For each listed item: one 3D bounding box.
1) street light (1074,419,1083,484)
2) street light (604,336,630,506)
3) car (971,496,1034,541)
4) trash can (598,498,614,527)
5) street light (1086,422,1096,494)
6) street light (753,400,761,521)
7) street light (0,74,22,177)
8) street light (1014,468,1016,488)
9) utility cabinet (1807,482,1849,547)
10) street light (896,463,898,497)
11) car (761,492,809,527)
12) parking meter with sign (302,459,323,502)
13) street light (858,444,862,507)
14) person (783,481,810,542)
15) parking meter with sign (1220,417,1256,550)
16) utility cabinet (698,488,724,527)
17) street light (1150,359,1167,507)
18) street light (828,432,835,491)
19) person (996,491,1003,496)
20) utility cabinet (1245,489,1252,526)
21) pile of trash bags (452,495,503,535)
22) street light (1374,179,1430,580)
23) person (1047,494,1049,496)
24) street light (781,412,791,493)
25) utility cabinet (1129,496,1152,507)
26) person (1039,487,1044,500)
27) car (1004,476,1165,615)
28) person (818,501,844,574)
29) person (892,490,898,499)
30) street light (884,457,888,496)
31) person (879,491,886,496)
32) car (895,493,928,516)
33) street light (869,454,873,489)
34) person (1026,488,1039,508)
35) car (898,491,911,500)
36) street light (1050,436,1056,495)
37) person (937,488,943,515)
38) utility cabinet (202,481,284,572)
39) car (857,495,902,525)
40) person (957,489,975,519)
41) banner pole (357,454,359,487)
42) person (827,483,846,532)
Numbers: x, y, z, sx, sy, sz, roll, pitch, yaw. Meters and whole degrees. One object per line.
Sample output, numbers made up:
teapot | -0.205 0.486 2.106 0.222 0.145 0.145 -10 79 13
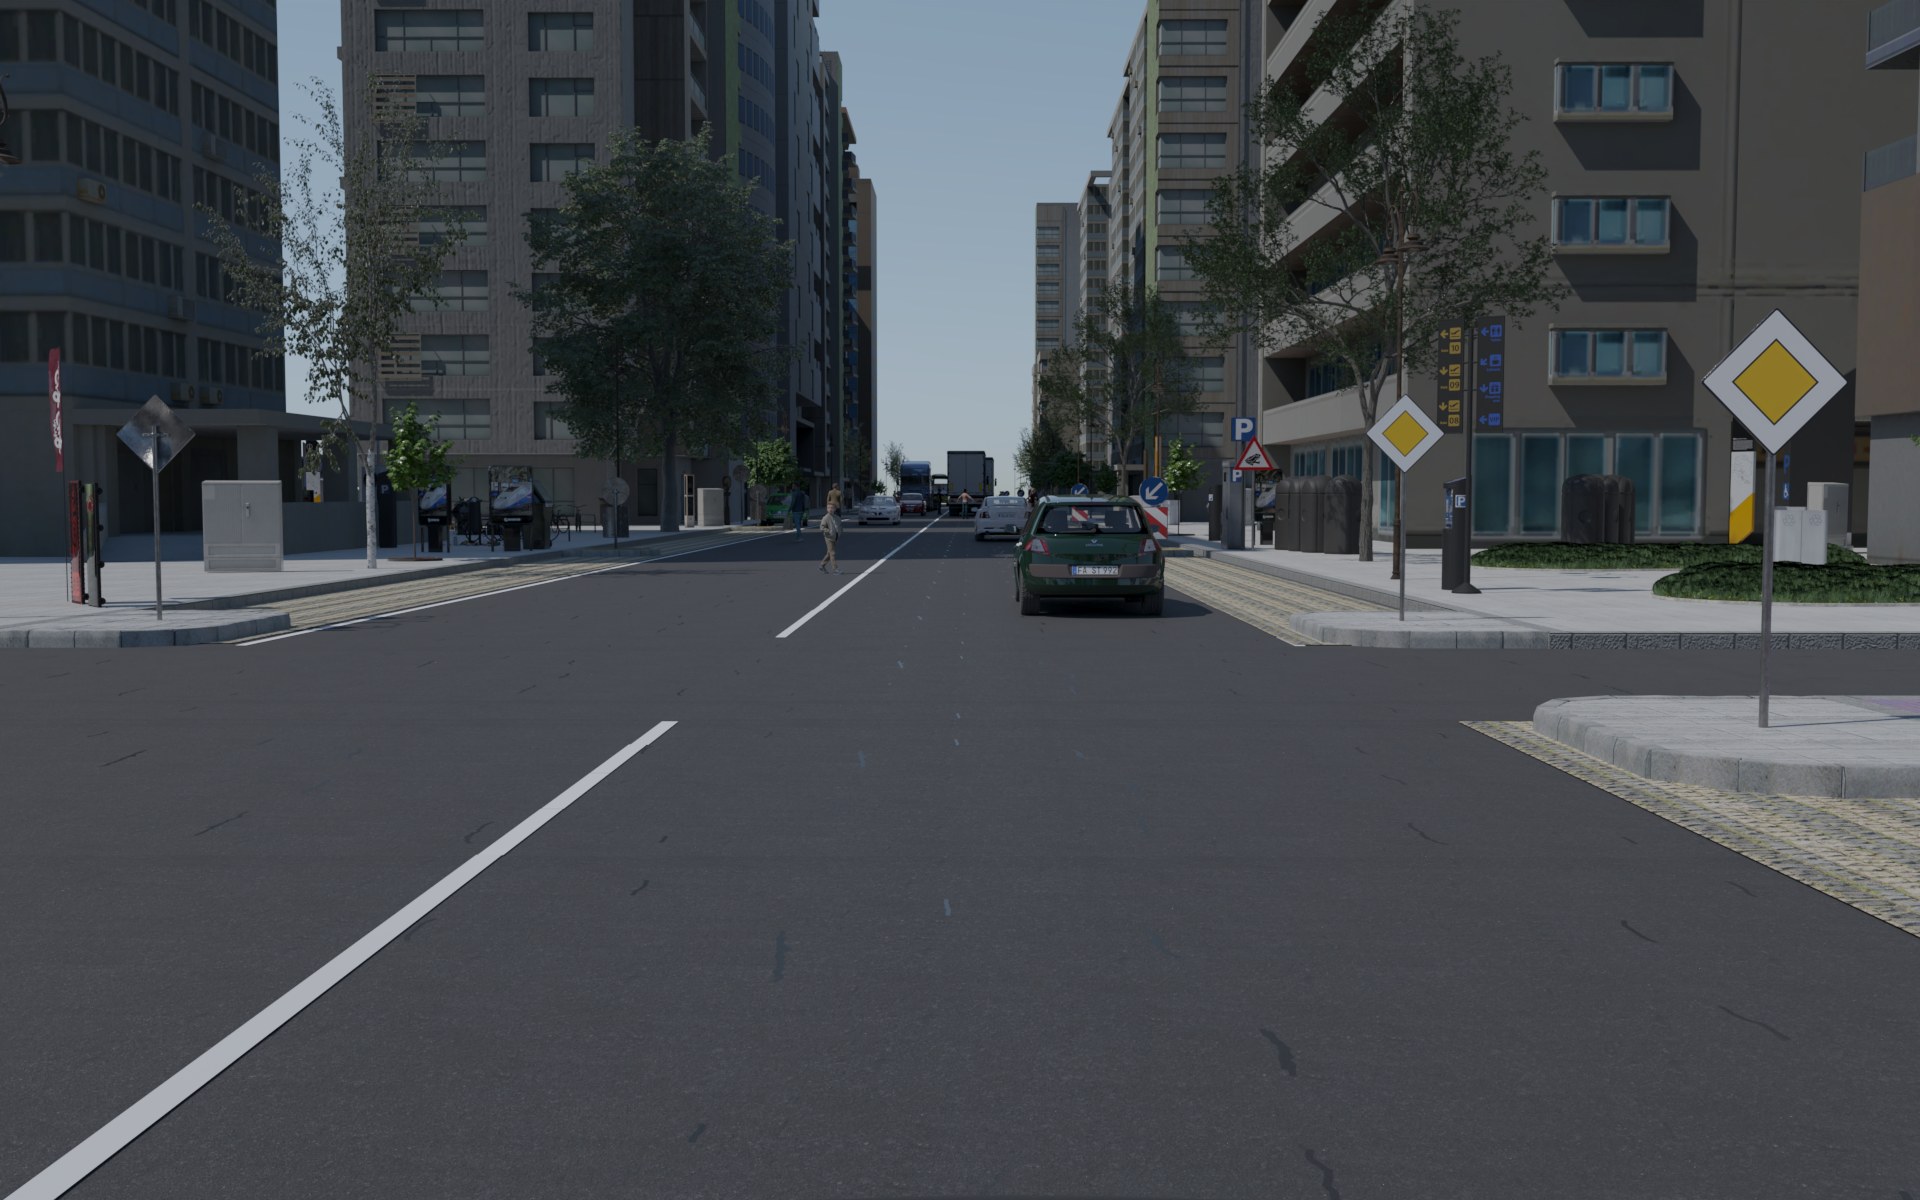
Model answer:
street light | 6.998 -7.913 102.160 0.468 5.910 1.993 0 4 0
street light | -10.016 -4.765 50.700 0.468 5.910 1.993 0 4 0
car | 1.394 -2.544 53.957 2.083 1.381 4.827 0 3 0
trash can | -13.786 -3.430 67.741 0.748 1.137 0.748 0 3 0
street light | 6.954 -7.284 91.886 0.468 5.910 1.993 0 4 0
street light | -9.750 -6.754 83.215 0.468 5.910 1.993 0 4 0
street light | -10.189 -2.748 17.723 0.468 5.910 1.993 0 4 0
street light | 7.985 -17.070 251.883 0.468 5.910 1.993 0 4 0
utility cabinet | 16.455 -1.477 32.836 1.173 1.500 0.318 -3 5 -42
street light | -8.758 -16.493 242.454 0.468 5.910 1.993 0 4 0
car | -7.597 -4.058 75.137 1.959 1.807 4.718 0 3 0
parking meter with sign | -31.407 -5.440 85.197 1.738 3.016 0.543 -1 4 -20
street light | -9.227 -11.492 160.680 0.468 5.910 1.993 0 4 0
person | -4.897 -2.646 51.755 0.794 1.824 0.713 -3 4 -37
parking meter with sign | 6.383 -2.686 40.182 0.543 3.016 1.738 0 4 -3
utility cabinet | -9.732 -3.610 67.695 0.318 1.500 1.173 2 4 34
street light | 6.776 -5.286 59.215 0.468 5.910 1.993 0 4 0
street light | -9.507 -9.503 128.164 0.468 5.910 1.993 0 4 0
person | 4.339 -11.013 189.095 0.617 1.759 0.750 3 5 43
utility cabinet | 11.284 -3.689 68.986 0.318 1.500 1.173 3 4 37
pile of trash bags | -15.678 -2.759 54.868 3.447 1.369 1.912 0 4 8
street light | 6.557 -3.246 25.855 0.468 5.910 1.993 0 4 0
person | 9.005 -9.986 174.986 0.599 1.433 0.991 -3 5 -42
street light | -9.636 -7.512 95.610 0.468 5.910 1.993 0 4 0
utility cabinet | 6.713 -3.230 63.975 1.020 1.237 0.306 3 5 43
person | 4.387 -5.031 90.963 0.583 1.804 0.606 1 4 9
car | 1.566 -0.738 21.854 2.009 1.686 4.222 0 4 1
person | -2.298 -1.120 31.078 0.640 1.303 0.475 2 4 34
person | -7.033 -10.913 186.923 0.705 1.824 1.348 -2 4 -27
street light | -8.951 -14.505 209.938 0.468 5.910 1.993 0 4 0
person | -7.446 -9.619 166.580 0.742 1.727 0.445 1 4 16
car | -3.193 -6.437 114.293 2.155 1.783 4.494 0 4 1
street light | -9.140 -12.516 177.421 0.468 5.910 1.993 0 4 0
person | 3.933 -5.272 95.218 1.217 1.766 0.721 -3 5 -40
car | -3.756 -7.439 131.412 2.009 1.686 4.222 0 4 -2
street light | 7.239 -9.915 134.895 0.468 5.910 1.993 0 4 0
person | -1.391 -6.882 121.029 0.705 1.822 1.348 1 4 11
utility cabinet | -11.749 -1.205 28.385 1.173 1.500 0.318 -1 4 -14
car | -3.760 -4.215 81.275 2.083 1.381 4.827 0 4 0
person | 0.342 -5.482 98.848 1.217 1.736 0.721 2 4 33
banner pole | -26.371 -5.253 75.905 0.401 3.779 0.863 -3 5 -42
person | -4.683 -3.511 65.816 0.656 1.842 0.836 -2 4 -32
